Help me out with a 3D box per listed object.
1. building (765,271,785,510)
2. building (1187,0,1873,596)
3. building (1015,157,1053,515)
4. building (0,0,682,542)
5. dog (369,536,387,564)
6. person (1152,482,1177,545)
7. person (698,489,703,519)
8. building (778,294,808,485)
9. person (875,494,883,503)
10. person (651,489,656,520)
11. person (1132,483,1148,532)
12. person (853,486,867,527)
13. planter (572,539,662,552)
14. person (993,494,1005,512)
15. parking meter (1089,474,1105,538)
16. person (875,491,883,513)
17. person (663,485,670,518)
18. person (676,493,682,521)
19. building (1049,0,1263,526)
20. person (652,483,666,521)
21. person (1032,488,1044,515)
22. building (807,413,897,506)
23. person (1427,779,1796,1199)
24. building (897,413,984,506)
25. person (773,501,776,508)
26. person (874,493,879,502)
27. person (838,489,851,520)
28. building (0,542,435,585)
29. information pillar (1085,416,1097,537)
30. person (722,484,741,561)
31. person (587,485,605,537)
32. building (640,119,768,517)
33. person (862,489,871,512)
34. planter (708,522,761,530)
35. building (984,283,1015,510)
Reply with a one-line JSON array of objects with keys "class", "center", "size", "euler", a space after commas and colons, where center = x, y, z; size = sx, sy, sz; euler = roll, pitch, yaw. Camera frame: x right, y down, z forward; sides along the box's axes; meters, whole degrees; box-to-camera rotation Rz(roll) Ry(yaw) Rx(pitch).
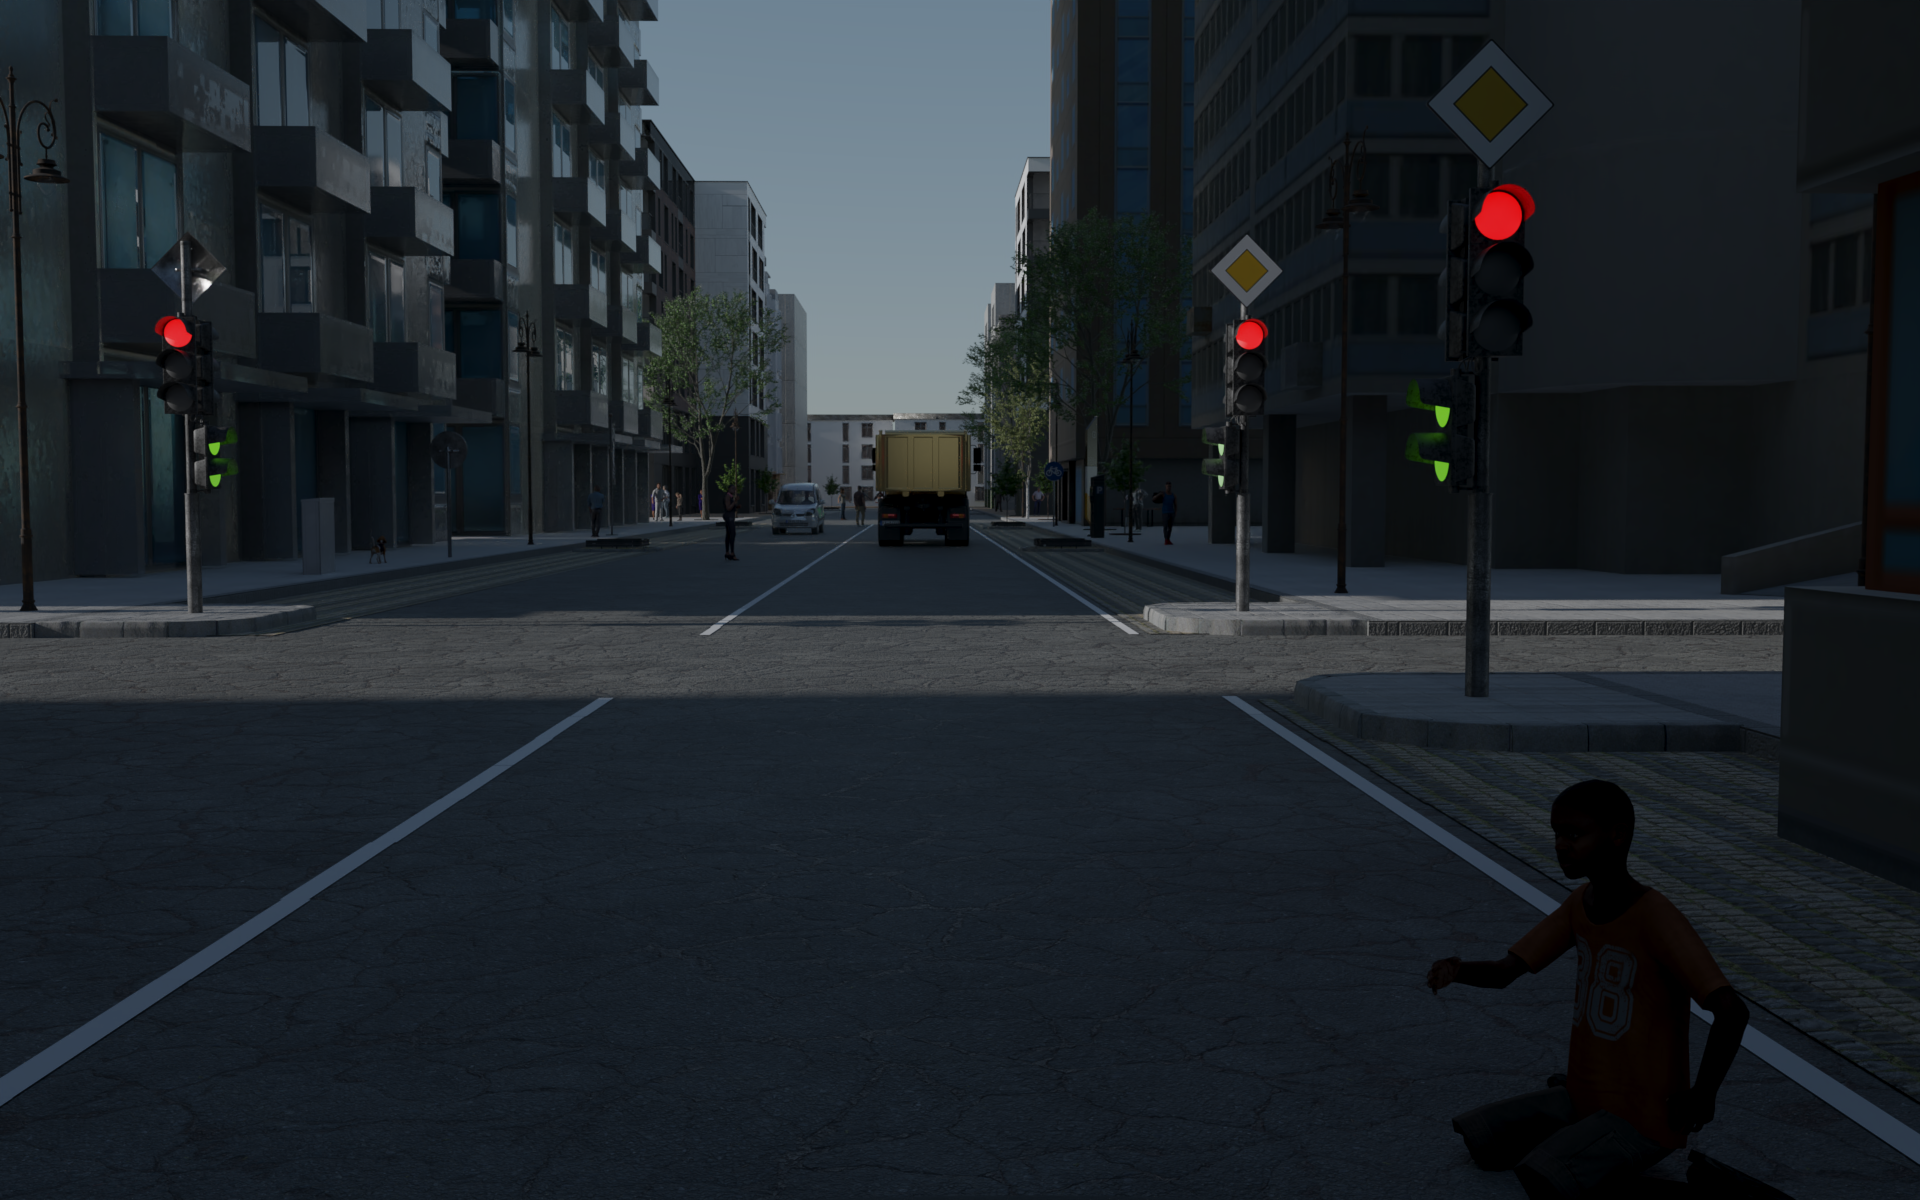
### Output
[{"class": "building", "center": [-22.879, -17.648, 144.958], "size": [16.016, 20.091, 11.380], "euler": [0, 4, -1]}, {"class": "building", "center": [17.895, -20.991, 35.077], "size": [23.993, 40.220, 32.217], "euler": [0, 4, -1]}, {"class": "building", "center": [17.650, -16.994, 121.830], "size": [27.936, 21.610, 32.646], "euler": [0, 4, -1]}, {"class": "building", "center": [-23.490, -27.160, 63.667], "size": [23.786, 49.044, 30.456], "euler": [0, 4, -1]}, {"class": "dog", "center": [-10.775, -0.932, 32.066], "size": [0.406, 0.507, 0.540], "euler": [-3, 4, -37]}, {"class": "person", "center": [5.204, -2.195, 43.803], "size": [0.647, 1.594, 0.662], "euler": [-1, 4, -20]}, {"class": "person", "center": [-13.224, -4.937, 89.131], "size": [0.453, 1.535, 0.546], "euler": [-3, 5, -42]}, {"class": "building", "center": [-30.523, -18.022, 161.114], "size": [31.486, 18.905, 16.747], "euler": [0, 4, -1]}, {"class": "person", "center": [-3.781, -4.605, 86.988], "size": [0.799, 1.438, 0.628], "euler": [-2, 4, -32]}, {"class": "person", "center": [-15.019, -4.717, 85.529], "size": [0.453, 1.535, 0.546], "euler": [0, 4, 3]}, {"class": "person", "center": [6.016, -3.160, 58.440], "size": [0.376, 1.734, 0.841], "euler": [-1, 4, -15]}, {"class": "person", "center": [-4.388, -4.143, 76.368], "size": [0.598, 1.807, 0.434], "euler": [3, 5, 42]}, {"class": "planter", "center": [-8.523, -1.359, 43.367], "size": [1.991, 0.319, 1.994], "euler": [0, 4, -1]}, {"class": "person", "center": [2.797, -7.244, 125.033], "size": [0.990, 1.755, 0.434], "euler": [2, 4, 29]}, {"class": "parking meter", "center": [3.998, -2.738, 50.480], "size": [0.399, 1.863, 0.255], "euler": [-1, 4, -20]}, {"class": "person", "center": [-6.120, -7.618, 133.019], "size": [0.705, 1.831, 1.348], "euler": [-3, 5, -39]}, {"class": "person", "center": [-15.523, -5.190, 91.619], "size": [0.376, 1.734, 0.841], "euler": [0, 4, -3]}, {"class": "person", "center": [-13.476, -4.479, 83.182], "size": [0.435, 1.345, 0.340], "euler": [2, 4, 35]}, {"class": "building", "center": [11.305, -25.944, 74.294], "size": [14.600, 45.320, 14.200], "euler": [0, 4, -1]}, {"class": "person", "center": [-14.159, -4.599, 81.386], "size": [0.875, 1.805, 0.789], "euler": [-2, 4, -25]}, {"class": "person", "center": [4.703, -5.934, 103.997], "size": [0.756, 1.711, 0.436], "euler": [0, 4, 1]}, {"class": "building", "center": [-21.007, -14.731, 182.994], "size": [28.070, 9.664, 9.099], "euler": [0, 4, -1]}, {"class": "person", "center": [1.280, 0.807, 3.591], "size": [0.655, 0.850, 0.859], "euler": [-1, 4, -15]}, {"class": "building", "center": [7.034, -14.826, 184.549], "size": [28.070, 9.664, 9.099], "euler": [0, 4, -1]}, {"class": "person", "center": [-7.016, -3.430, 67.822], "size": [0.726, 1.435, 0.776], "euler": [-1, 4, -21]}, {"class": "person", "center": [-6.269, -7.816, 136.433], "size": [1.348, 1.807, 0.705], "euler": [-3, 4, -36]}, {"class": "person", "center": [-6.427, -5.312, 96.066], "size": [0.721, 1.735, 1.217], "euler": [2, 4, 30]}, {"class": "building", "center": [-23.234, -25.270, 32.775], "size": [23.786, 49.044, 30.456], "euler": [0, 4, -1]}, {"class": "information pillar", "center": [3.955, -3.718, 52.138], "size": [0.183, 3.616, 0.504], "euler": [3, 5, 43]}, {"class": "person", "center": [-4.907, -1.684, 37.496], "size": [0.593, 1.643, 0.415], "euler": [3, 5, 41]}, {"class": "person", "center": [-10.750, -2.620, 51.086], "size": [0.499, 1.552, 0.429], "euler": [1, 4, 16]}, {"class": "building", "center": [-27.716, -16.322, 110.833], "size": [27.936, 21.610, 32.646], "euler": [0, 4, -1]}, {"class": "person", "center": [-7.772, -7.979, 139.035], "size": [1.350, 1.814, 0.705], "euler": [1, 4, 20]}, {"class": "planter", "center": [-9.158, -3.020, 70.522], "size": [1.991, 0.319, 1.994], "euler": [0, 4, -1]}, {"class": "building", "center": [11.123, -17.573, 153.778], "size": [16.747, 18.905, 31.486], "euler": [0, 4, -1]}]
